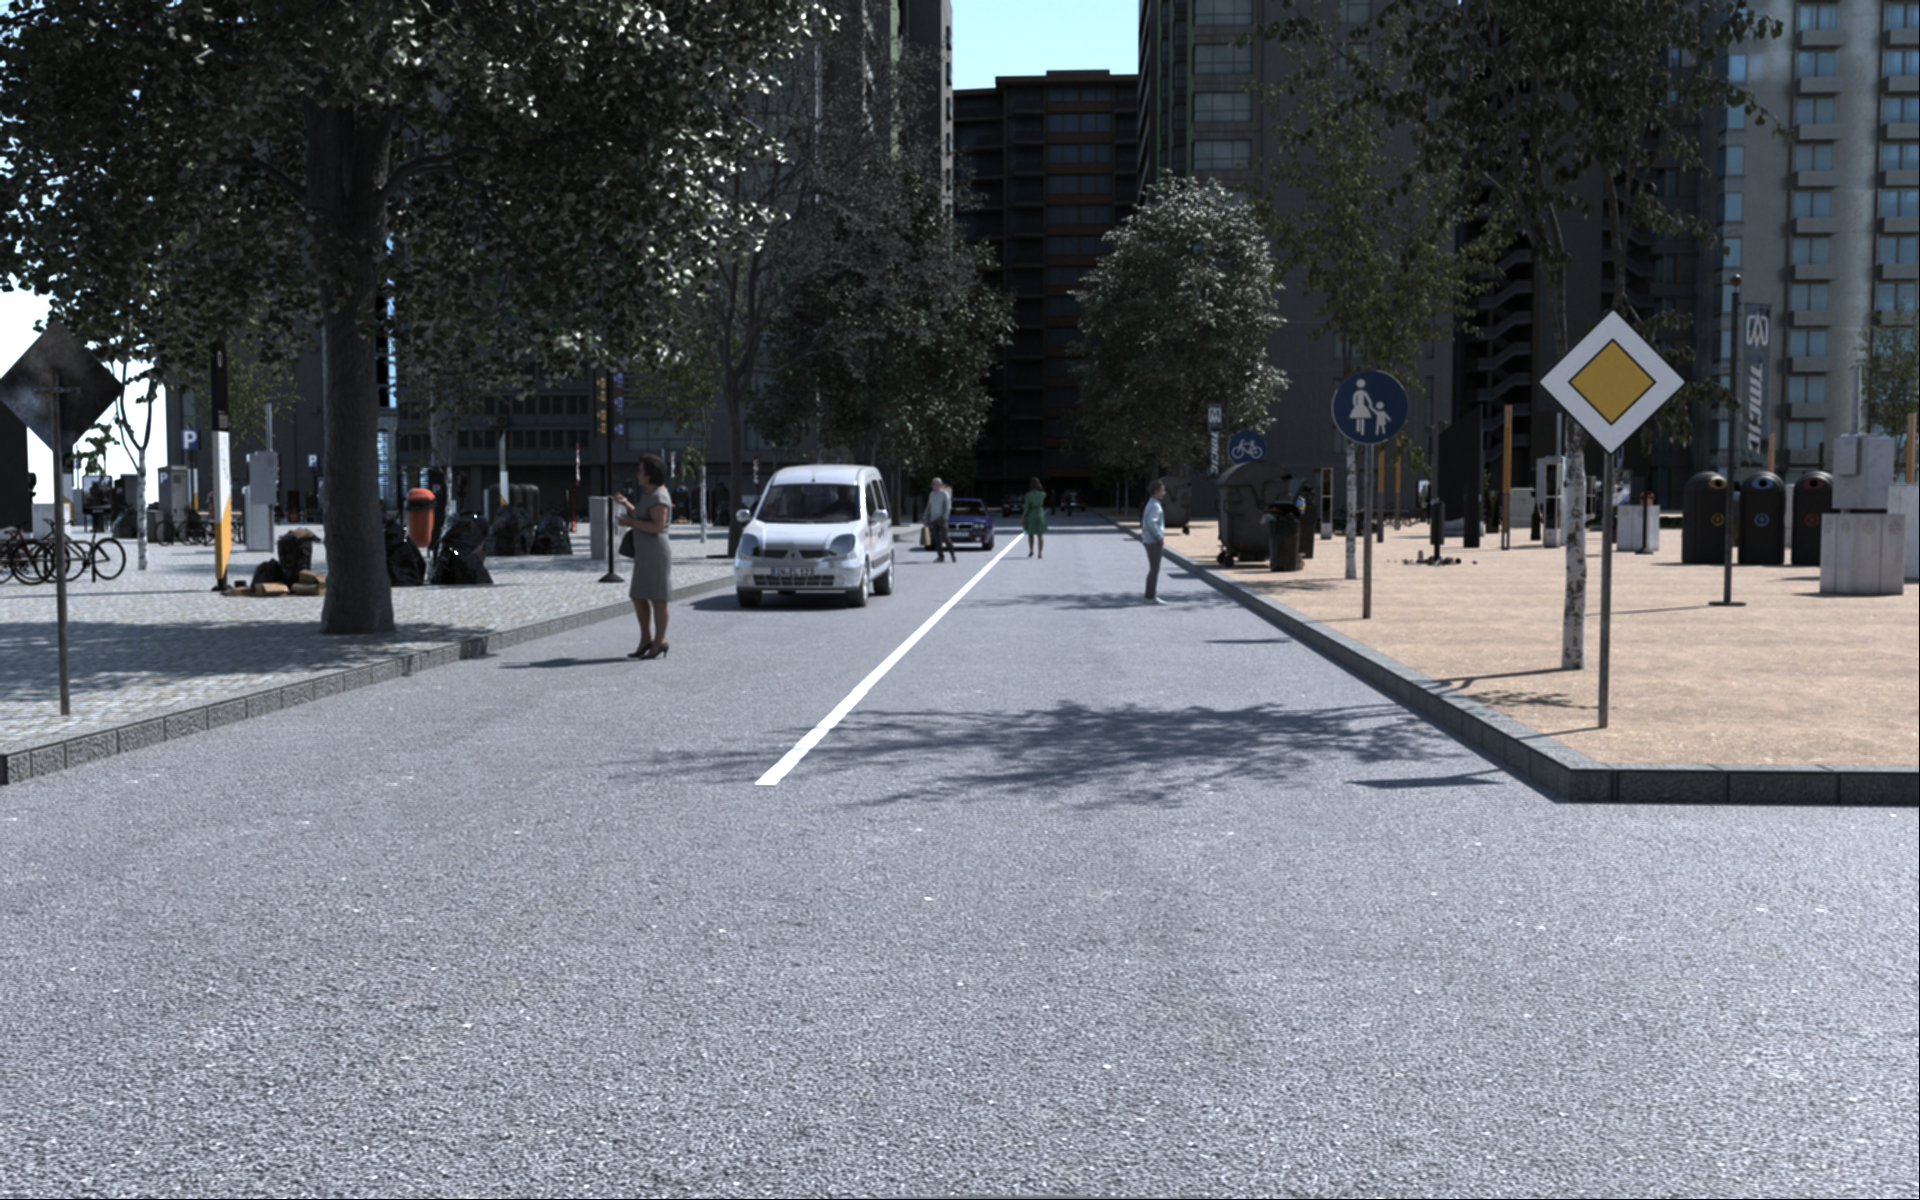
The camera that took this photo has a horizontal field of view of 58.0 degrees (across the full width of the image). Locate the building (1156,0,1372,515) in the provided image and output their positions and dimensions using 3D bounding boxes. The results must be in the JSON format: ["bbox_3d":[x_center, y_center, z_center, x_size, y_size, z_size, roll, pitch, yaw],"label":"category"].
[{"bbox_3d":[21.334,-27.106,126.780,14.154,41.232,14.086,0,4,3],"label":"building"}]

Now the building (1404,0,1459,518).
[{"bbox_3d":[19.837,-25.389,98.701,14.154,41.232,14.086,0,4,3],"label":"building"}]

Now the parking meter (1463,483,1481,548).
[{"bbox_3d":[12.263,-2.022,41.475,0.372,1.533,0.369,0,3,0],"label":"parking meter"}]

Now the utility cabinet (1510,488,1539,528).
[{"bbox_3d":[21.231,-3.460,65.242,0.318,1.500,1.173,-2,4,-35],"label":"utility cabinet"}]

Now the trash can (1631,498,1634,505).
[{"bbox_3d":[27.270,-3.633,71.058,0.748,1.137,0.748,0,3,0],"label":"trash can"}]

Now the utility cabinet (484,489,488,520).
[{"bbox_3d":[-21.532,-4.389,80.446,1.173,1.500,0.318,1,4,22],"label":"utility cabinet"}]

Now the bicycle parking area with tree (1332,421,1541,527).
[{"bbox_3d":[19.275,-5.124,70.783,9.016,4.147,8.231,1,4,23],"label":"bicycle parking area with tree"}]

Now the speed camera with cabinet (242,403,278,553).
[{"bbox_3d":[-15.543,-2.694,38.377,0.660,3.252,2.038,-2,4,-26],"label":"speed camera with cabinet"}]

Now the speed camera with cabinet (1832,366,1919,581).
[{"bbox_3d":[14.241,-1.951,26.238,0.660,3.252,2.038,-1,4,-18],"label":"speed camera with cabinet"}]

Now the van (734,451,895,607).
[{"bbox_3d":[-1.896,-0.999,23.346,2.013,2.044,4.112,0,4,5],"label":"van"}]

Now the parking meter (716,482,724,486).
[{"bbox_3d":[-11.588,-4.761,83.545,0.399,1.863,0.255,-1,4,-13],"label":"parking meter"}]

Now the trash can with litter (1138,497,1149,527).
[{"bbox_3d":[7.400,-3.376,66.579,1.055,1.170,0.624,2,4,25],"label":"trash can with litter"}]

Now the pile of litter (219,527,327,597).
[{"bbox_3d":[-8.494,-0.493,22.023,1.719,0.858,1.176,1,4,13],"label":"pile of litter"}]

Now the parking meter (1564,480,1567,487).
[{"bbox_3d":[24.080,-3.871,69.002,0.399,1.863,0.255,-1,4,-9],"label":"parking meter"}]

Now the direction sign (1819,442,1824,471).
[{"bbox_3d":[37.897,-5.156,76.290,0.379,3.537,0.876,1,4,18],"label":"direction sign"}]

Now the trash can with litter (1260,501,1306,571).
[{"bbox_3d":[5.425,-1.076,28.983,0.624,1.170,1.055,1,4,23],"label":"trash can with litter"}]

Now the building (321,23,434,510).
[{"bbox_3d":[-38.094,-51.033,147.059,31.000,86.520,22.319,0,4,3],"label":"building"}]

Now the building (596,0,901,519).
[{"bbox_3d":[-10.844,-24.992,92.211,14.154,41.232,14.086,0,4,3],"label":"building"}]

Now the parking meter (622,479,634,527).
[{"bbox_3d":[-12.892,-3.768,67.324,0.399,1.863,0.255,-3,5,-43],"label":"parking meter"}]

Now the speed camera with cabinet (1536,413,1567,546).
[{"bbox_3d":[14.725,-2.967,42.852,0.660,3.252,2.038,2,4,29],"label":"speed camera with cabinet"}]

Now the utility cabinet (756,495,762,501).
[{"bbox_3d":[-7.686,-3.642,70.712,1.020,1.237,0.306,0,4,2],"label":"utility cabinet"}]

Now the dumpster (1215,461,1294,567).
[{"bbox_3d":[5.252,-1.537,30.889,1.264,1.857,1.865,0,4,3],"label":"dumpster"}]

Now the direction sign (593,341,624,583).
[{"bbox_3d":[-5.087,-2.028,25.159,0.379,3.537,0.876,1,4,16],"label":"direction sign"}]

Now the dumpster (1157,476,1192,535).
[{"bbox_3d":[6.722,-3.011,54.989,1.264,1.857,1.865,0,4,4],"label":"dumpster"}]

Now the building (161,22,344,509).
[{"bbox_3d":[-60.759,-28.761,153.843,14.086,41.232,14.154,0,4,3],"label":"building"}]

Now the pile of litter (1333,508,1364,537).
[{"bbox_3d":[11.993,-2.384,52.939,1.176,0.858,1.719,1,4,21],"label":"pile of litter"}]

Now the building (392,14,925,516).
[{"bbox_3d":[-18.921,-25.681,111.764,32.217,40.220,23.993,0,4,3],"label":"building"}]

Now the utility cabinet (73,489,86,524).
[{"bbox_3d":[-37.152,-3.894,72.349,0.318,1.500,1.173,2,4,29],"label":"utility cabinet"}]

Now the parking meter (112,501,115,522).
[{"bbox_3d":[-39.209,-4.405,80.439,0.372,1.533,0.369,0,3,0],"label":"parking meter"}]

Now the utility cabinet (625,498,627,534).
[{"bbox_3d":[-8.054,-1.744,39.678,1.020,1.237,0.306,3,5,40],"label":"utility cabinet"}]

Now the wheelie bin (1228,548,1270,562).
[{"bbox_3d":[5.590,-1.540,33.084,0.693,1.594,0.980,1,4,18],"label":"wheelie bin"}]

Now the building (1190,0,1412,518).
[{"bbox_3d":[20.497,-26.248,112.746,14.154,41.232,14.086,0,4,3],"label":"building"}]

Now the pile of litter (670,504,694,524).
[{"bbox_3d":[-12.252,-3.715,74.706,1.719,0.858,1.176,-2,4,-25],"label":"pile of litter"}]

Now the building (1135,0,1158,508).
[{"bbox_3d":[25.906,-31.851,144.468,21.300,48.544,21.600,0,4,3],"label":"building"}]

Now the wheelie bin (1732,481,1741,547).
[{"bbox_3d":[18.623,-2.089,42.070,0.693,1.594,0.980,-3,4,-39],"label":"wheelie bin"}]

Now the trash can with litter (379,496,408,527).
[{"bbox_3d":[-22.248,-3.447,67.413,2.233,1.210,1.678,0,4,5],"label":"trash can with litter"}]

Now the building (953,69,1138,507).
[{"bbox_3d":[11.576,-32.248,181.871,28.867,44.769,22.147,0,4,3],"label":"building"}]

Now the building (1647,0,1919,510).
[{"bbox_3d":[71.880,-31.912,141.366,30.456,49.044,23.786,0,4,3],"label":"building"}]

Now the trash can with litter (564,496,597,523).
[{"bbox_3d":[-16.662,-4.062,77.475,2.233,1.210,1.678,2,4,23],"label":"trash can with litter"}]

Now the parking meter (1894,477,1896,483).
[{"bbox_3d":[31.531,-3.239,58.667,0.255,1.863,0.399,3,4,36],"label":"parking meter"}]

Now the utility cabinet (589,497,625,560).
[{"bbox_3d":[-6.993,-1.413,34.270,0.306,1.237,1.020,0,4,8],"label":"utility cabinet"}]

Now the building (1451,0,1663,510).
[{"bbox_3d":[49.903,-30.452,147.996,14.200,45.320,14.600,0,4,3],"label":"building"}]

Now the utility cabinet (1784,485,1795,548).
[{"bbox_3d":[20.068,-1.970,40.882,1.173,1.500,0.318,-1,4,-15],"label":"utility cabinet"}]

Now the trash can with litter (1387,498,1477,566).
[{"bbox_3d":[8.641,-1.272,31.849,1.678,1.210,2.233,1,4,19],"label":"trash can with litter"}]

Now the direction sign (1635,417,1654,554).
[{"bbox_3d":[14.654,-2.752,36.990,0.379,3.537,0.876,1,4,8],"label":"direction sign"}]

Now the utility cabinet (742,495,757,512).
[{"bbox_3d":[-9.941,-4.268,80.951,1.020,1.237,0.306,2,4,26],"label":"utility cabinet"}]

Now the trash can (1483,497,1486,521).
[{"bbox_3d":[25.019,-4.304,82.027,0.748,1.137,0.748,0,3,0],"label":"trash can"}]

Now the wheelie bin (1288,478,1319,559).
[{"bbox_3d":[6.719,-1.630,34.567,0.693,1.594,0.980,-1,4,-21],"label":"wheelie bin"}]

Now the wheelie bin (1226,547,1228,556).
[{"bbox_3d":[5.801,-1.703,35.744,0.980,1.594,0.693,-1,4,-14],"label":"wheelie bin"}]

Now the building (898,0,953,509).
[{"bbox_3d":[-11.769,-32.059,147.858,21.600,48.544,21.300,0,4,3],"label":"building"}]
